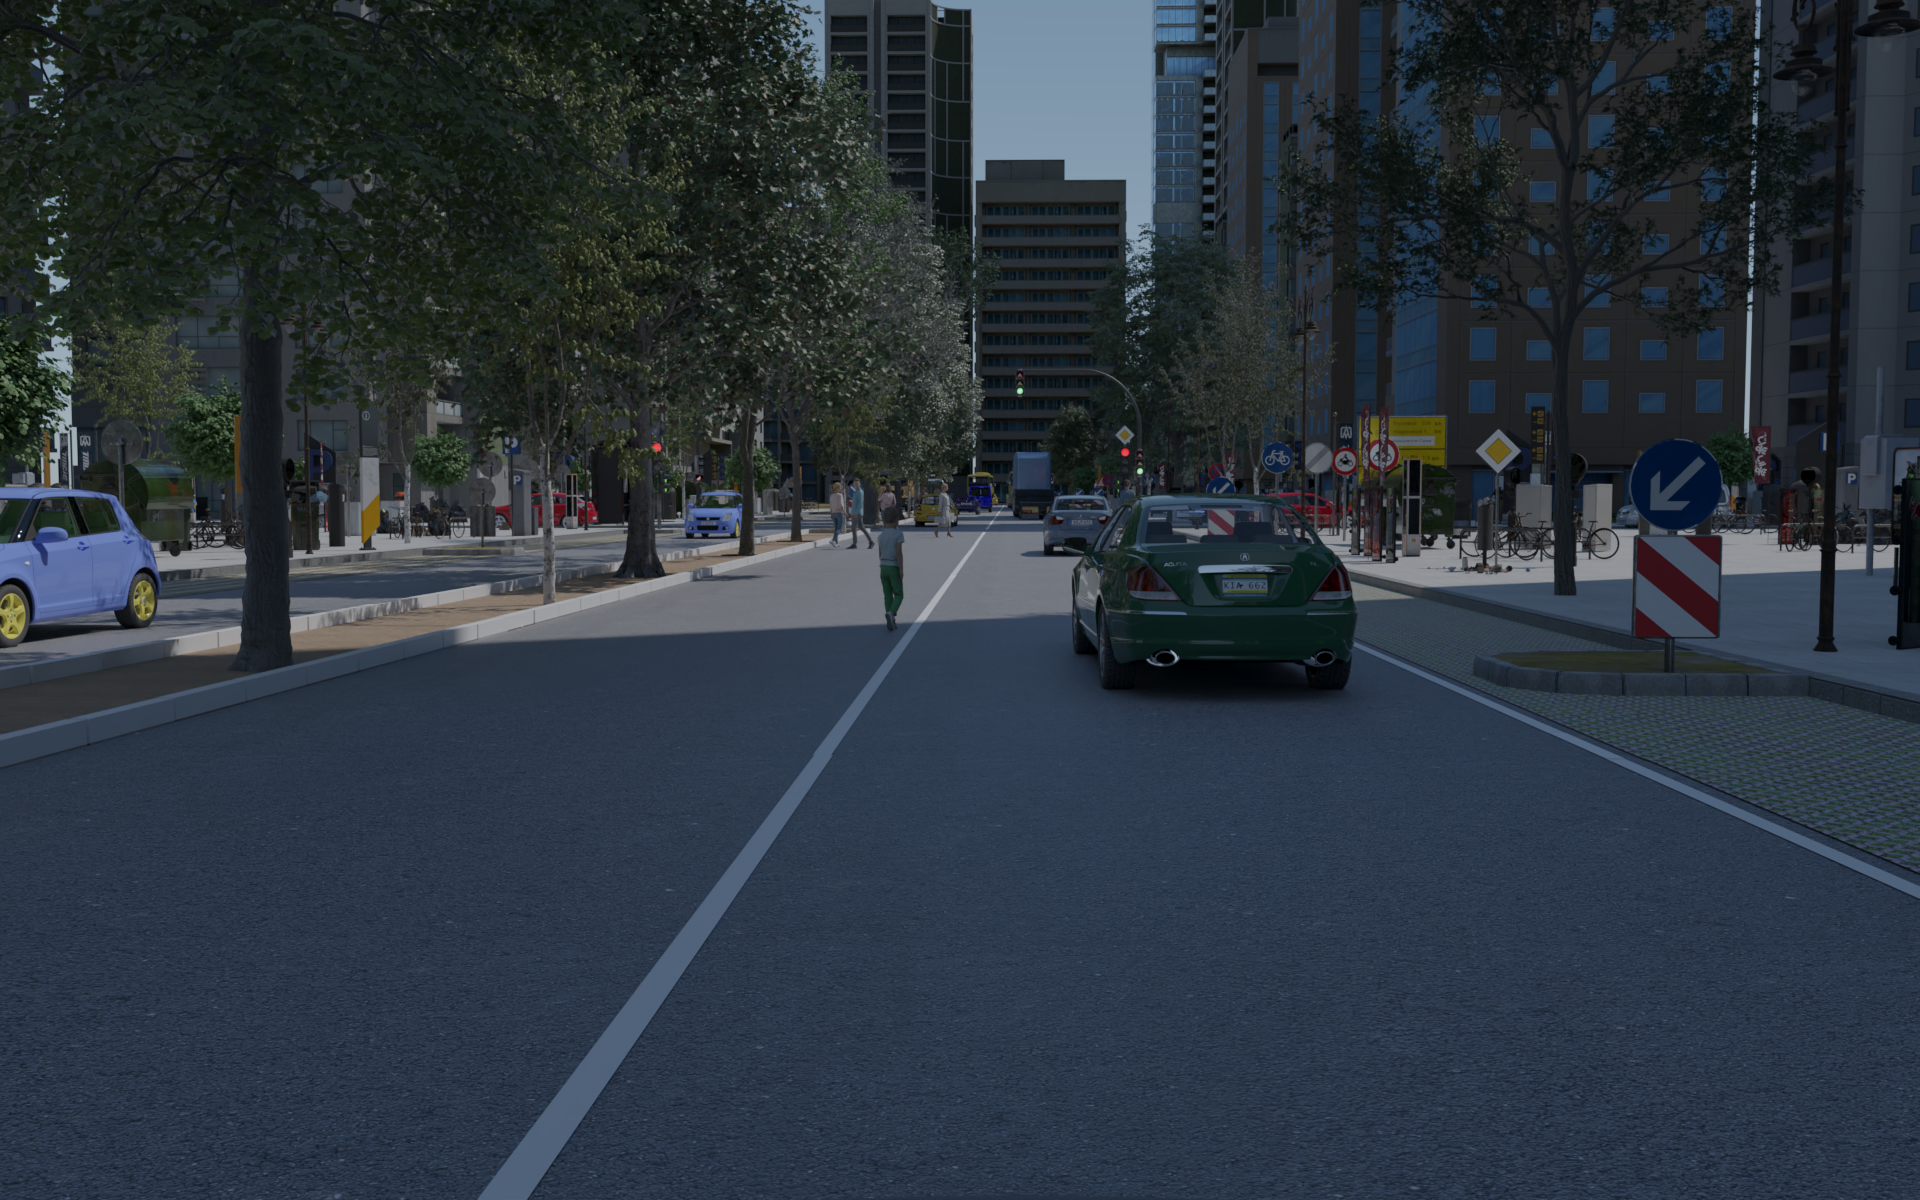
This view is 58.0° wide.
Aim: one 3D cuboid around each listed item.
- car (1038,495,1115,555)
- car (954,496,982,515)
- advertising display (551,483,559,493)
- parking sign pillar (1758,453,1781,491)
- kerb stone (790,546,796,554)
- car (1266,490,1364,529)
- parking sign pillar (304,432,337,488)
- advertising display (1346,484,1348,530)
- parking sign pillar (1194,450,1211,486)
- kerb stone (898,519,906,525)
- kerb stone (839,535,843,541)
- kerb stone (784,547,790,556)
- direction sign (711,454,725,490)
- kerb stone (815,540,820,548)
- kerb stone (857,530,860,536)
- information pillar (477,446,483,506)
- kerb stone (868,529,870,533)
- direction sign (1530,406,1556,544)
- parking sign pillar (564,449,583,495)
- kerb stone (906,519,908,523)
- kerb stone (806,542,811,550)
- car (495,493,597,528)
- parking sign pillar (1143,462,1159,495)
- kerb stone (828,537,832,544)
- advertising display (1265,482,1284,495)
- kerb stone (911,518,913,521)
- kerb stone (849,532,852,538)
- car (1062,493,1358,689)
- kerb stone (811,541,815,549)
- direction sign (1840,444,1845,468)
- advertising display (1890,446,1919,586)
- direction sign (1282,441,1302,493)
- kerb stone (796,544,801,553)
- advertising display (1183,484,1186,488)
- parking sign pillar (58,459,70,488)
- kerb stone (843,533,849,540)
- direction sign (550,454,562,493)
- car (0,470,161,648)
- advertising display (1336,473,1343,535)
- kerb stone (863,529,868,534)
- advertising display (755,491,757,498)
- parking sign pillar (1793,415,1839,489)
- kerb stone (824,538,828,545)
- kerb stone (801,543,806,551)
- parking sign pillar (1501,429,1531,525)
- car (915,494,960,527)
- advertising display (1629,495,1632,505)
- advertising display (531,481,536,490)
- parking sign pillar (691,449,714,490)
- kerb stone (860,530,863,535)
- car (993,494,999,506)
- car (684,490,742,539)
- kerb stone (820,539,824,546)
[{"bbox_3d":[2.894,-1.826,41.860,2.014,1.417,4.499,0,4,3],"label":"car"},{"bbox_3d":[0.524,-6.592,120.365,1.945,1.354,3.894,0,4,3],"label":"car"},{"bbox_3d":[-22.780,-5.622,97.126,0.123,1.923,0.974,1,4,17],"label":"advertising display"},{"bbox_3d":[44.288,-6.502,94.775,1.447,3.967,1.447,-1,4,-14],"label":"parking sign pillar"},{"bbox_3d":[-4.093,-1.161,41.185,0.120,0.150,1.000,0,4,2],"label":"kerb stone"},{"bbox_3d":[13.187,-3.453,65.492,4.494,1.783,2.155,0,4,2],"label":"car"},{"bbox_3d":[-27.803,-5.312,75.316,1.447,3.967,1.447,-1,4,-15],"label":"parking sign pillar"},{"bbox_3d":[13.780,-3.477,62.066,0.123,1.923,0.974,0,4,4],"label":"advertising display"},{"bbox_3d":[13.696,-6.619,96.700,1.447,3.967,1.447,-2,4,-35],"label":"parking sign pillar"},{"bbox_3d":[-2.810,-3.760,83.664,0.120,0.150,1.000,0,4,2],"label":"kerb stone"},{"bbox_3d":[-3.739,-1.850,52.449,0.120,0.150,1.000,0,4,2],"label":"kerb stone"},{"bbox_3d":[-4.119,-1.099,40.159,0.120,0.150,1.000,0,4,2],"label":"kerb stone"},{"bbox_3d":[-13.734,-6.502,98.310,0.876,3.537,0.379,-3,5,-41],"label":"direction sign"},{"bbox_3d":[-3.933,-1.475,46.307,0.120,0.150,1.000,0,4,2],"label":"kerb stone"},{"bbox_3d":[-3.565,-2.224,58.590,0.120,0.150,1.000,0,4,2],"label":"kerb stone"},{"bbox_3d":[-15.555,-3.961,56.120,0.183,3.616,0.504,0,4,-5],"label":"information pillar"},{"bbox_3d":[-3.440,-2.477,62.690,0.120,0.150,1.000,0,4,2],"label":"kerb stone"},{"bbox_3d":[15.172,-3.225,44.733,0.876,3.537,0.379,0,4,7],"label":"direction sign"},{"bbox_3d":[-19.081,-5.937,85.544,1.447,3.967,1.447,-2,4,-35],"label":"parking sign pillar"},{"bbox_3d":[-2.774,-3.820,84.685,0.120,0.150,1.000,0,4,2],"label":"kerb stone"},{"bbox_3d":[-3.994,-1.350,44.264,0.120,0.150,1.000,0,4,2],"label":"kerb stone"},{"bbox_3d":[-16.375,-3.559,67.228,4.494,1.783,2.155,0,4,1],"label":"car"},{"bbox_3d":[14.970,-9.001,135.632,1.447,3.967,1.447,3,5,44],"label":"parking sign pillar"},{"bbox_3d":[-3.841,-1.663,49.379,0.120,0.150,1.000,0,4,2],"label":"kerb stone"},{"bbox_3d":[16.447,-5.230,90.732,0.974,1.923,0.123,1,4,12],"label":"advertising display"},{"bbox_3d":[-2.649,-4.073,88.786,0.120,0.150,1.000,0,4,2],"label":"kerb stone"},{"bbox_3d":[-3.654,-2.037,55.519,0.120,0.150,1.000,0,4,2],"label":"kerb stone"},{"bbox_3d":[1.934,-0.143,14.142,2.131,1.459,4.920,0,4,0],"label":"car"},{"bbox_3d":[-3.972,-1.412,45.285,0.120,0.150,1.000,0,4,2],"label":"kerb stone"},{"bbox_3d":[39.982,-5.293,78.529,0.379,3.537,0.876,1,4,18],"label":"direction sign"},{"bbox_3d":[12.982,-1.121,23.541,0.123,1.923,0.974,0,4,-1],"label":"advertising display"},{"bbox_3d":[14.180,-5.005,73.822,0.379,3.537,0.876,-3,5,-43],"label":"direction sign"},{"bbox_3d":[-4.054,-1.224,42.214,0.120,0.150,1.000,0,4,2],"label":"kerb stone"},{"bbox_3d":[18.025,-8.249,140.076,0.123,1.923,0.974,3,5,42],"label":"advertising display"},{"bbox_3d":[-68.385,-8.790,132.191,1.447,3.967,1.447,-1,4,-12],"label":"parking sign pillar"},{"bbox_3d":[-3.685,-1.972,54.497,0.120,0.150,1.000,0,4,2],"label":"kerb stone"},{"bbox_3d":[-21.522,-6.133,92.267,0.876,3.537,0.379,2,4,34],"label":"direction sign"},{"bbox_3d":[-9.615,-0.470,17.278,1.945,1.707,3.694,0,4,3],"label":"car"},{"bbox_3d":[11.853,-3.000,54.261,0.123,1.923,0.974,1,4,11],"label":"advertising display"},{"bbox_3d":[-3.474,-2.413,61.669,0.120,0.150,1.000,0,4,2],"label":"kerb stone"},{"bbox_3d":[-17.115,-8.681,147.152,0.123,1.923,0.974,-3,4,-36],"label":"advertising display"},{"bbox_3d":[29.241,-4.327,59.217,1.447,3.967,1.447,1,4,13],"label":"parking sign pillar"},{"bbox_3d":[-3.874,-1.600,48.350,0.120,0.150,1.000,0,4,2],"label":"kerb stone"},{"bbox_3d":[-4.025,-1.287,43.235,0.120,0.150,1.000,0,4,2],"label":"kerb stone"},{"bbox_3d":[23.127,-5.074,71.439,1.447,3.967,1.447,3,4,36],"label":"parking sign pillar"},{"bbox_3d":[-1.018,-4.042,76.313,2.015,1.641,3.980,0,4,4],"label":"car"},{"bbox_3d":[27.912,-4.019,70.929,0.974,1.923,0.123,0,4,6],"label":"advertising display"},{"bbox_3d":[-22.141,-5.089,88.411,0.974,1.923,0.123,0,4,2],"label":"advertising display"},{"bbox_3d":[-15.438,-7.063,103.945,1.447,3.967,1.447,1,4,16],"label":"parking sign pillar"},{"bbox_3d":[-3.528,-2.282,59.612,0.120,0.150,1.000,0,4,2],"label":"kerb stone"},{"bbox_3d":[3.763,-12.384,212.698,2.015,1.641,3.980,0,4,3],"label":"car"},{"bbox_3d":[-7.928,-2.893,56.897,1.945,1.707,3.694,0,4,3],"label":"car"},{"bbox_3d":[-3.901,-1.531,47.328,0.120,0.150,1.000,0,4,2],"label":"kerb stone"}]
